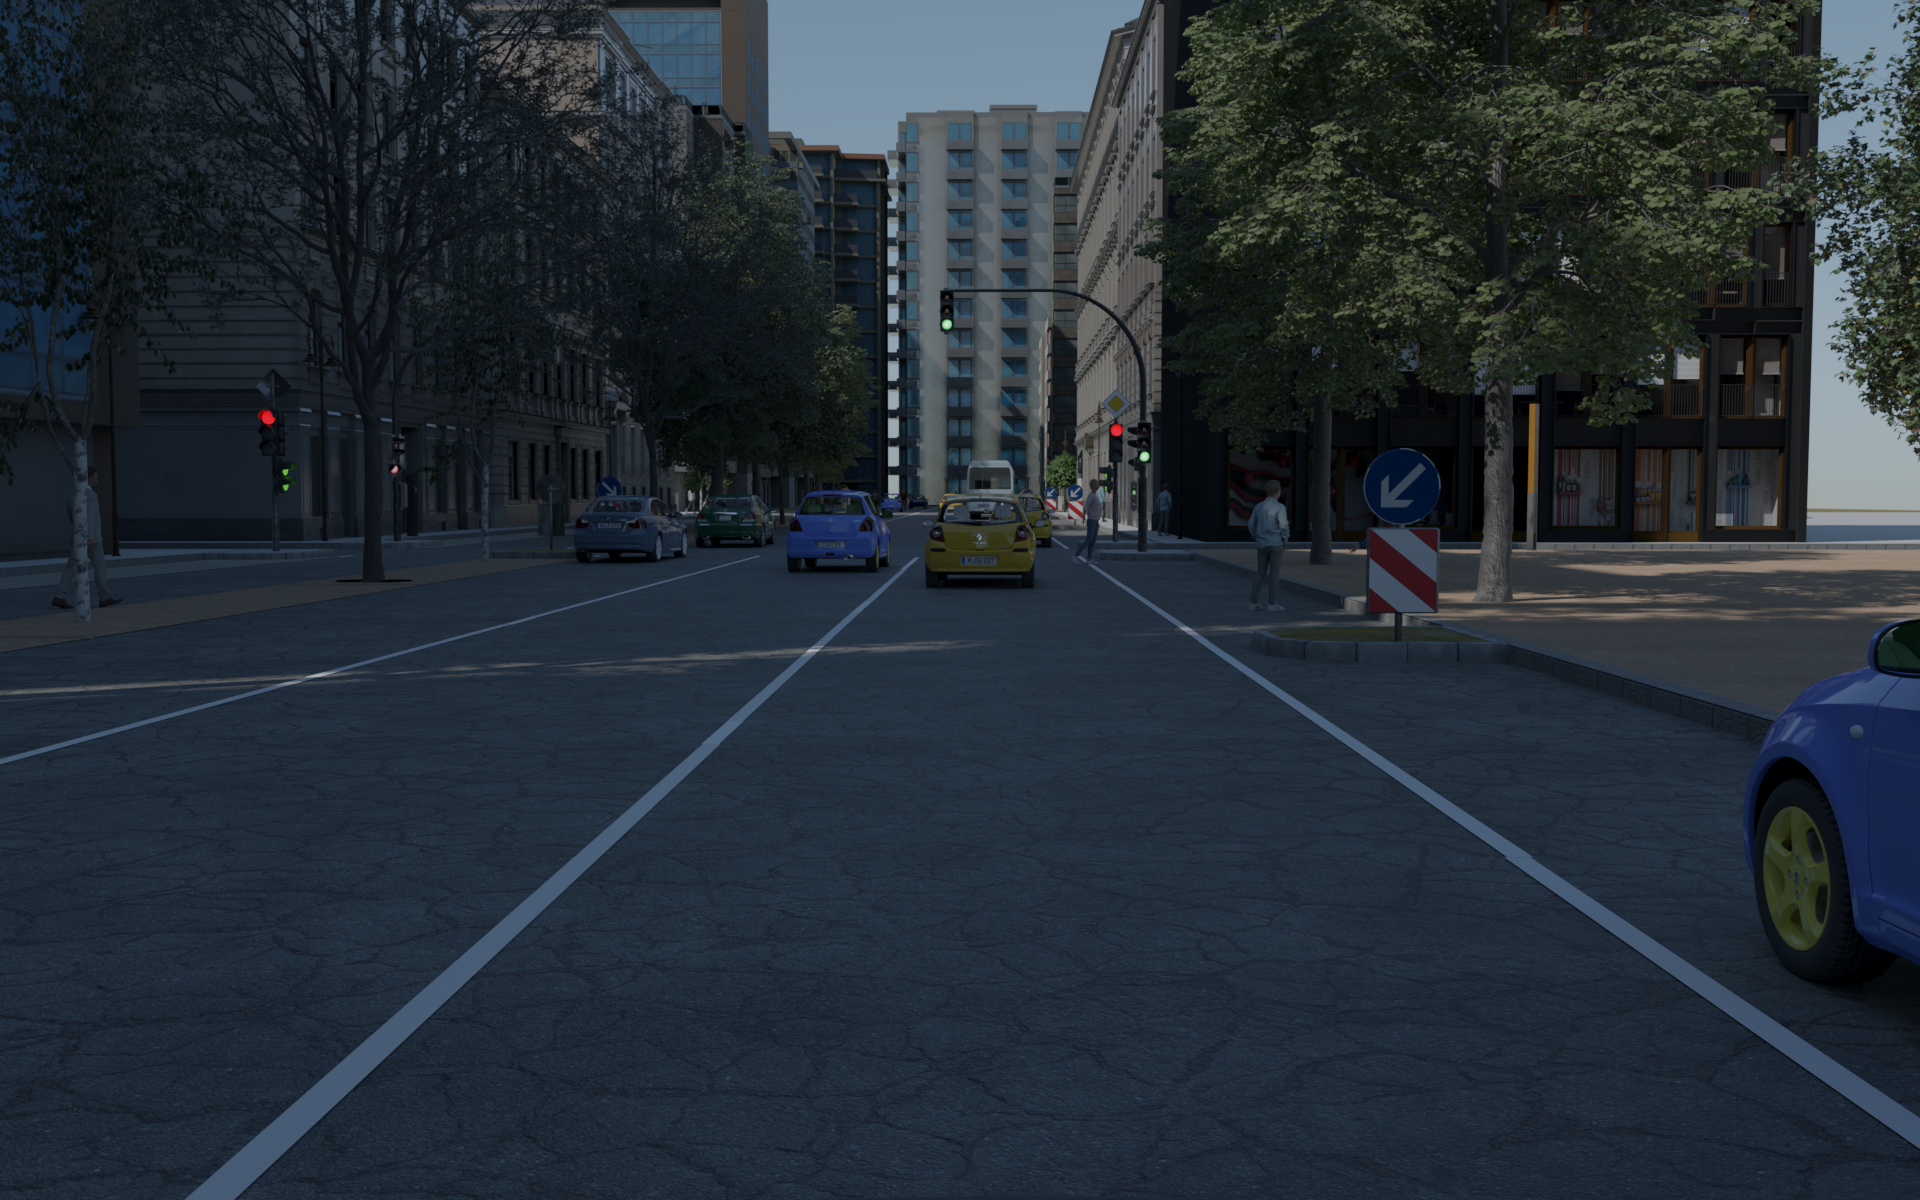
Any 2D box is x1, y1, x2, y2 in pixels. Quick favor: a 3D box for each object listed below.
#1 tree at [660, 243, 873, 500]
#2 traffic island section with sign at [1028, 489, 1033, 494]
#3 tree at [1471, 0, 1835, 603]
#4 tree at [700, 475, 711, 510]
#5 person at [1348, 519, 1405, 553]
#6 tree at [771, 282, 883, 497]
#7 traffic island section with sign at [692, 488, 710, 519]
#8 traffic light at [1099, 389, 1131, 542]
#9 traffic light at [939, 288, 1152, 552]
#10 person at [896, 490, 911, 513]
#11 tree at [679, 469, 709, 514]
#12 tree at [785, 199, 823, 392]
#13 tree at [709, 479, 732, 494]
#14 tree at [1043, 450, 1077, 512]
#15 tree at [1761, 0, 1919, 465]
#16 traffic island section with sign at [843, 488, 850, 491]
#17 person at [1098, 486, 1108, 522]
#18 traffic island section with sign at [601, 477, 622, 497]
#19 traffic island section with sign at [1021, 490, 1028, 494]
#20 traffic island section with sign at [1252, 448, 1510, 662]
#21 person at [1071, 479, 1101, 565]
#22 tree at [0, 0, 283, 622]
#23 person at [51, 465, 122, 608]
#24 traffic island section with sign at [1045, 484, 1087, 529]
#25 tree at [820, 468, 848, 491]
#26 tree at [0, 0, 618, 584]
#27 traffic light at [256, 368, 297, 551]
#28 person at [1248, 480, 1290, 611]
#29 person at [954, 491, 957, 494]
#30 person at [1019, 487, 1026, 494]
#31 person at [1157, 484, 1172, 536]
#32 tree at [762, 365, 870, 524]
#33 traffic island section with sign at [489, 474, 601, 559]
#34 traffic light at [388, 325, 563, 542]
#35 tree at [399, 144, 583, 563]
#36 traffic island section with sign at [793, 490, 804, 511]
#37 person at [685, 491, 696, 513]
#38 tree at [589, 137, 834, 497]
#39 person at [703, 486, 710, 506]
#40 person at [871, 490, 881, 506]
[{"bbox_3d":[-8.616,-9.396,73.098,9.611,12.733,9.660,0,3,0],"label":"tree"},{"bbox_3d":[5.009,-5.483,98.267,1.989,1.847,2.006,0,4,1],"label":"traffic island section with sign"},{"bbox_3d":[6.297,-6.277,20.762,7.486,12.596,7.792,0,3,0],"label":"tree"},{"bbox_3d":[-16.834,-10.009,114.006,4.360,8.622,3.978,0,3,0],"label":"tree"},{"bbox_3d":[6.472,-0.885,26.005,0.738,1.151,1.012,-3,5,-42],"label":"person"},{"bbox_3d":[-8.225,-10.474,91.826,7.486,12.596,7.792,0,3,0],"label":"tree"},{"bbox_3d":[-14.109,-5.507,98.663,1.989,1.847,2.006,0,4,1],"label":"traffic island section with sign"},{"bbox_3d":[4.156,-3.518,46.446,0.839,4.253,0.868,0,4,1],"label":"traffic light"},{"bbox_3d":[1.938,-3.895,38.354,4.771,5.953,1.251,0,4,1],"label":"traffic light"},{"bbox_3d":[-4.364,-7.640,133.928,1.217,1.766,0.721,0,4,2],"label":"person"},{"bbox_3d":[-17.095,-7.086,110.458,1.663,3.219,1.824,0,3,0],"label":"tree"},{"bbox_3d":[-9.259,-8.510,51.958,12.009,13.543,11.850,0,3,0],"label":"tree"},{"bbox_3d":[-16.916,-7.759,121.457,1.663,3.219,1.824,0,3,0],"label":"tree"},{"bbox_3d":[7.781,-8.744,126.675,4.285,4.588,4.351,0,3,0],"label":"tree"},{"bbox_3d":[19.427,-6.950,30.640,9.611,12.733,9.660,0,3,0],"label":"tree"},{"bbox_3d":[-8.081,-6.937,121.560,2.006,1.907,1.989,0,4,1],"label":"traffic island section with sign"},{"bbox_3d":[6.440,-4.496,79.417,0.748,1.841,0.638,0,4,-2],"label":"person"},{"bbox_3d":[-9.248,-2.342,46.430,2.006,1.907,1.989,0,4,1],"label":"traffic island section with sign"},{"bbox_3d":[6.226,-10.191,175.253,1.989,1.847,2.006,0,4,1],"label":"traffic island section with sign"},{"bbox_3d":[3.723,-0.435,15.742,1.989,1.847,2.006,0,4,1],"label":"traffic island section with sign"},{"bbox_3d":[2.547,-1.583,35.053,0.598,1.740,0.731,1,4,8],"label":"person"},{"bbox_3d":[-9.841,-4.071,19.383,4.360,8.622,3.978,0,3,0],"label":"tree"},{"bbox_3d":[-11.028,-0.797,21.806,0.678,1.792,0.850,2,4,30],"label":"person"},{"bbox_3d":[4.594,-3.824,71.155,1.989,1.847,2.006,0,4,1],"label":"traffic island section with sign"},{"bbox_3d":[-8.450,-9.379,106.173,4.737,8.622,4.395,0,3,0],"label":"tree"},{"bbox_3d":[-9.468,-7.014,27.498,12.009,13.543,11.850,0,3,0],"label":"tree"},{"bbox_3d":[-15.328,-3.048,38.748,0.839,4.253,0.868,0,4,1],"label":"traffic light"},{"bbox_3d":[3.812,-0.668,21.240,0.330,1.601,0.589,-3,4,-38],"label":"person"},{"bbox_3d":[-0.408,-10.361,178.572,0.621,1.740,0.551,2,4,35],"label":"person"},{"bbox_3d":[3.345,-5.067,91.326,0.713,1.824,0.794,3,5,42],"label":"person"},{"bbox_3d":[6.274,-2.753,52.873,0.330,1.601,0.589,-3,4,-36],"label":"person"},{"bbox_3d":[-8.362,-8.870,81.900,8.767,10.594,7.601,0,4,1],"label":"tree"},{"bbox_3d":[-9.373,-1.889,39.024,2.006,1.907,1.989,0,4,1],"label":"traffic island section with sign"},{"bbox_3d":[-13.110,-4.408,46.735,4.771,5.953,1.251,0,4,1],"label":"traffic light"},{"bbox_3d":[-9.863,-5.083,35.924,4.360,8.622,3.978,0,3,0],"label":"tree"},{"bbox_3d":[-13.316,-8.607,149.355,1.989,1.847,2.006,0,4,1],"label":"traffic island section with sign"},{"bbox_3d":[-17.870,-6.685,115.189,0.661,1.843,0.795,3,5,41],"label":"person"},{"bbox_3d":[-8.920,-9.409,62.953,9.857,13.997,8.962,0,3,0],"label":"tree"},{"bbox_3d":[-17.199,-6.883,118.557,0.713,1.824,0.794,3,5,39],"label":"person"},{"bbox_3d":[-7.346,-8.661,150.112,1.348,1.823,0.705,-2,4,-31],"label":"person"}]
